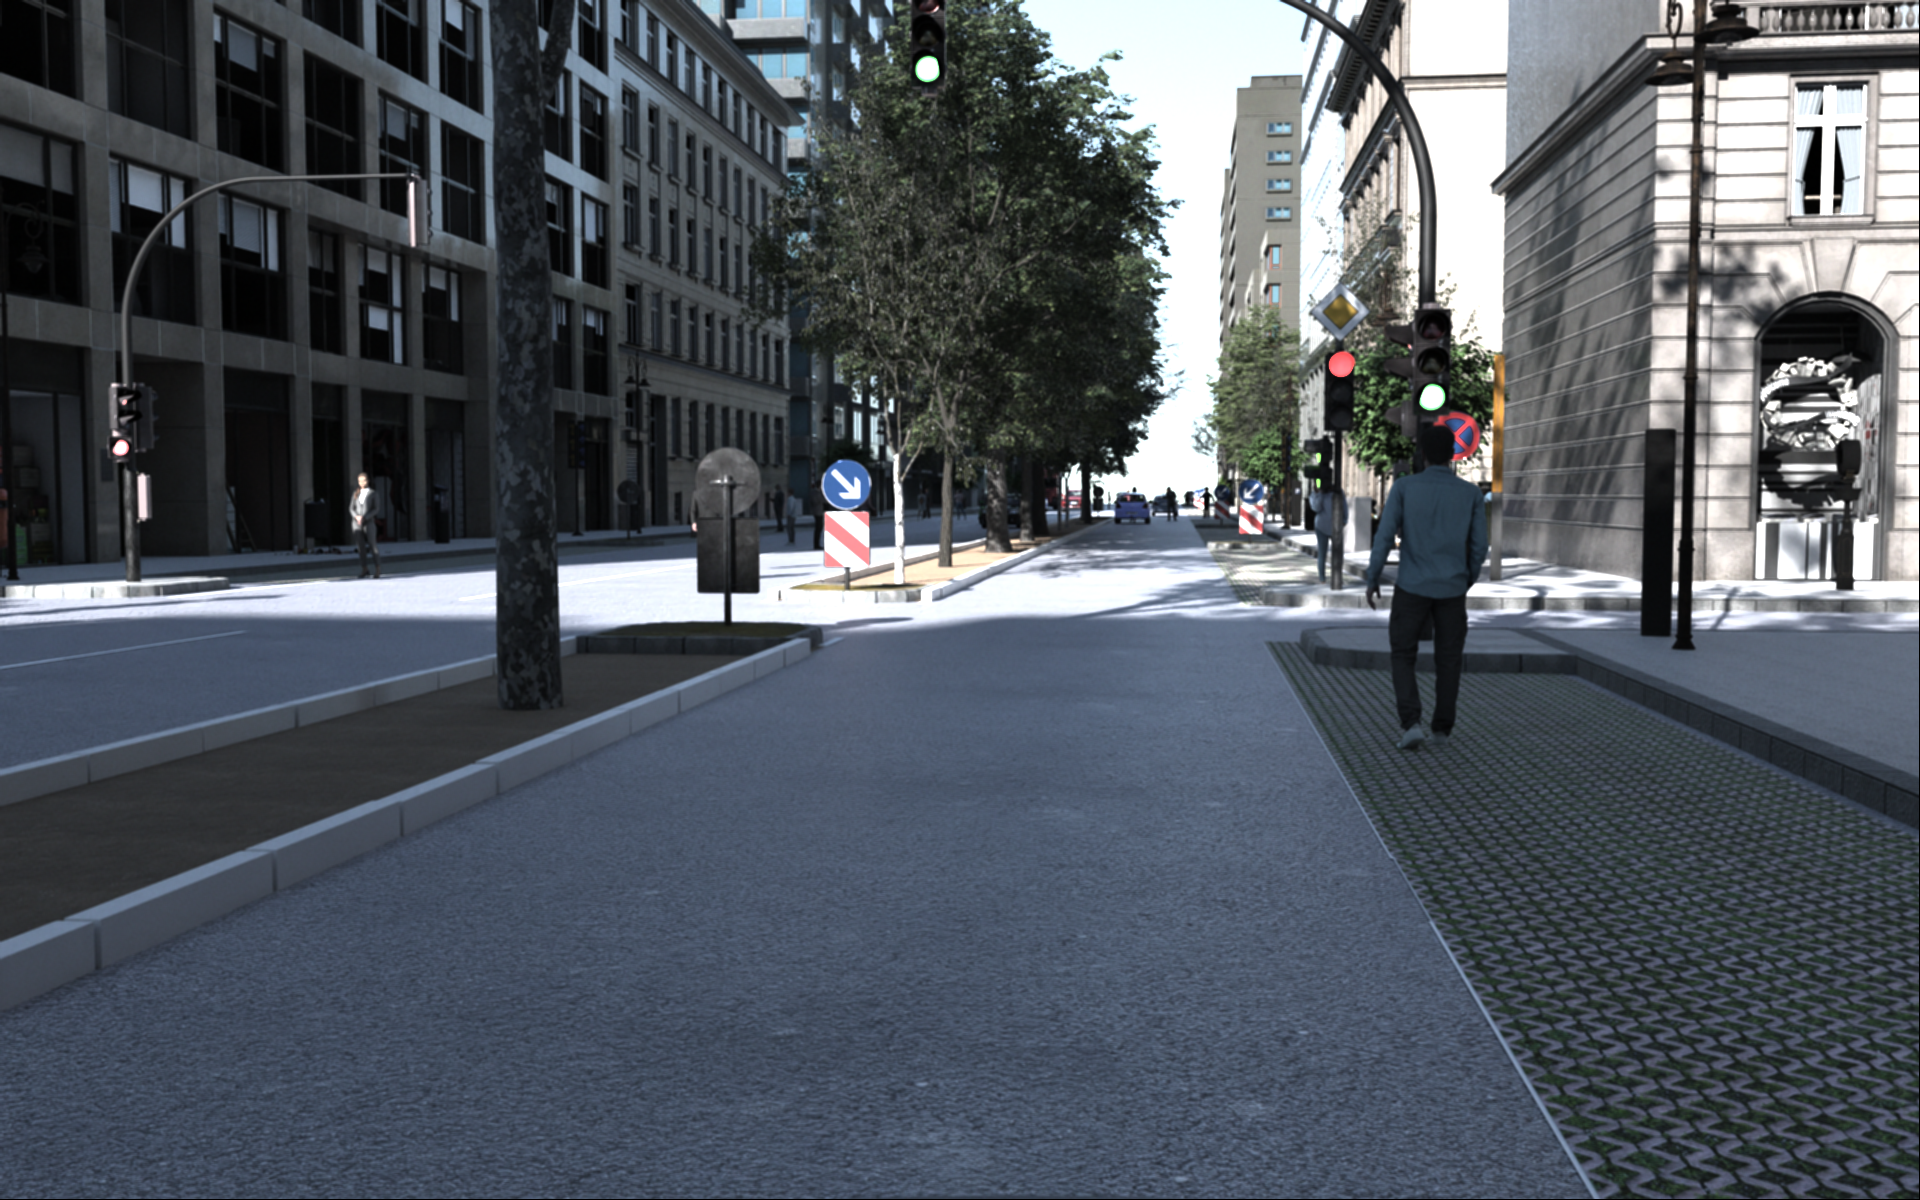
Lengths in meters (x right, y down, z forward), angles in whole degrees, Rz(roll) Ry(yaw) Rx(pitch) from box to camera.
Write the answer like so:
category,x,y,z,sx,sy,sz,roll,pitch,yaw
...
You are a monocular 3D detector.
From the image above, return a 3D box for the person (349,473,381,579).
category,x,y,z,sx,sy,sz,roll,pitch,yaw
person,-10.126,-1.265,29.451,0.520,1.790,0.573,-1,4,-12

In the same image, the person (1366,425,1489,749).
category,x,y,z,sx,sy,sz,roll,pitch,yaw
person,2.643,-0.077,9.776,0.660,1.820,0.620,0,4,3

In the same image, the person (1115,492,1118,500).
category,x,y,z,sx,sy,sz,roll,pitch,yaw
person,22.922,-14.869,252.394,1.217,1.735,0.721,0,4,-6

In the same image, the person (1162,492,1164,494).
category,x,y,z,sx,sy,sz,roll,pitch,yaw
person,27.531,-13.772,234.617,0.756,1.711,0.436,0,3,0

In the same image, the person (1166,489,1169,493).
category,x,y,z,sx,sy,sz,roll,pitch,yaw
person,15.740,-7.541,131.426,1.348,1.869,0.705,3,5,41

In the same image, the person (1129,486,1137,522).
category,x,y,z,sx,sy,sz,roll,pitch,yaw
person,8.942,-4.912,88.813,0.555,1.821,0.388,-1,4,-19

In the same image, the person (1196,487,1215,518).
category,x,y,z,sx,sy,sz,roll,pitch,yaw
person,14.672,-5.812,103.163,1.348,1.869,0.705,3,5,44

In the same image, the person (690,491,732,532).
category,x,y,z,sx,sy,sz,roll,pitch,yaw
person,-4.107,-1.223,28.269,0.659,1.850,0.755,1,4,9

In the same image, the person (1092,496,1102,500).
category,x,y,z,sx,sy,sz,roll,pitch,yaw
person,11.772,-8.551,148.442,1.348,1.807,0.705,-3,5,-41

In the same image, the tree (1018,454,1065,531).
category,x,y,z,sx,sy,sz,roll,pitch,yaw
tree,3.875,-7.020,67.601,4.737,8.622,4.395,0,3,0

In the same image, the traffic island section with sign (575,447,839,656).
category,x,y,z,sx,sy,sz,roll,pitch,yaw
traffic island section with sign,-2.345,-0.499,16.301,2.006,1.907,1.989,0,4,7

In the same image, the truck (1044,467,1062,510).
category,x,y,z,sx,sy,sz,roll,pitch,yaw
truck,8.044,-10.505,160.663,2.839,4.237,11.283,0,4,5

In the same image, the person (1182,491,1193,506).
category,x,y,z,sx,sy,sz,roll,pitch,yaw
person,26.508,-11.819,201.749,1.348,1.823,0.705,1,4,9

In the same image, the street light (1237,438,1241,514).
category,x,y,z,sx,sy,sz,roll,pitch,yaw
street light,18.255,-8.603,113.441,0.468,5.910,1.993,0,4,7

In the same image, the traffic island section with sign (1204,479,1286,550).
category,x,y,z,sx,sy,sz,roll,pitch,yaw
traffic island section with sign,7.493,-2.251,45.438,1.989,1.847,2.006,0,4,7

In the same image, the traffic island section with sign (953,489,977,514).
category,x,y,z,sx,sy,sz,roll,pitch,yaw
traffic island section with sign,0.175,-7.076,124.317,1.989,1.847,2.006,0,4,7

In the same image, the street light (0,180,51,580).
category,x,y,z,sx,sy,sz,roll,pitch,yaw
street light,-14.135,-3.235,25.678,0.468,5.910,1.993,0,4,7

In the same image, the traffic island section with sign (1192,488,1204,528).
category,x,y,z,sx,sy,sz,roll,pitch,yaw
traffic island section with sign,10.866,-3.919,72.710,1.989,1.847,2.006,0,4,7

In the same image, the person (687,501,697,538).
category,x,y,z,sx,sy,sz,roll,pitch,yaw
person,-8.724,-2.647,56.448,0.362,1.253,0.373,-3,5,-41

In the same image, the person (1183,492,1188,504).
category,x,y,z,sx,sy,sz,roll,pitch,yaw
person,30.641,-13.795,234.598,0.990,1.755,0.434,1,4,20

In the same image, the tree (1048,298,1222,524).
category,x,y,z,sx,sy,sz,roll,pitch,yaw
tree,6.043,-10.330,81.726,12.009,13.543,11.850,0,3,0

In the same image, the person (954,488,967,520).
category,x,y,z,sx,sy,sz,roll,pitch,yaw
person,0.050,-5.311,95.932,0.593,1.750,0.643,-3,5,-41

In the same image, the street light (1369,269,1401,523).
category,x,y,z,sx,sy,sz,roll,pitch,yaw
street light,8.737,-3.849,35.719,0.468,5.910,1.993,0,4,7

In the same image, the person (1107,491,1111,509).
category,x,y,z,sx,sy,sz,roll,pitch,yaw
person,14.170,-9.441,163.550,0.721,1.739,1.217,1,4,10

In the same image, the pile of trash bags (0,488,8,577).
category,x,y,z,sx,sy,sz,roll,pitch,yaw
pile of trash bags,-16.131,-1.002,26.137,3.447,1.369,1.912,-1,4,-14

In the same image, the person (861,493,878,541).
category,x,y,z,sx,sy,sz,roll,pitch,yaw
person,-2.840,-2.642,52.286,0.593,1.750,0.643,3,4,38

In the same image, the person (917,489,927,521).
category,x,y,z,sx,sy,sz,roll,pitch,yaw
person,-2.041,-5.074,92.457,0.512,1.701,0.522,0,4,2

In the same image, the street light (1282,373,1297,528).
category,x,y,z,sx,sy,sz,roll,pitch,yaw
street light,12.427,-5.664,65.402,0.468,5.910,1.993,0,4,7

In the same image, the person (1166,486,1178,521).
category,x,y,z,sx,sy,sz,roll,pitch,yaw
person,11.414,-5.203,93.374,0.655,1.846,0.447,0,4,2

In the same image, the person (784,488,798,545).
category,x,y,z,sx,sy,sz,roll,pitch,yaw
person,-4.736,-2.338,48.543,0.330,1.601,0.589,1,4,19

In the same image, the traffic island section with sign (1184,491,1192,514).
category,x,y,z,sx,sy,sz,roll,pitch,yaw
traffic island section with sign,17.049,-6.967,122.530,1.989,1.847,2.006,0,4,7

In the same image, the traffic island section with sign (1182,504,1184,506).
category,x,y,z,sx,sy,sz,roll,pitch,yaw
traffic island section with sign,20.369,-8.603,149.281,1.989,1.847,2.006,0,4,7

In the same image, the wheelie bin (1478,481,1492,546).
category,x,y,z,sx,sy,sz,roll,pitch,yaw
wheelie bin,13.095,-2.142,42.925,0.693,1.594,0.980,-2,4,-30

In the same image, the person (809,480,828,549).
category,x,y,z,sx,sy,sz,roll,pitch,yaw
person,-3.668,-2.226,45.074,0.473,1.802,0.592,-1,4,-13

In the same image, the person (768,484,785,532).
category,x,y,z,sx,sy,sz,roll,pitch,yaw
person,-6.912,-3.466,65.348,0.590,1.801,0.661,-2,4,-33

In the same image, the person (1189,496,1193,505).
category,x,y,z,sx,sy,sz,roll,pitch,yaw
person,27.467,-11.888,206.049,0.799,1.438,0.628,2,4,27

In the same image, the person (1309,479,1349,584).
category,x,y,z,sx,sy,sz,roll,pitch,yaw
person,5.465,-1.029,25.589,0.793,1.790,0.793,-3,5,-40

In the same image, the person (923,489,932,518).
category,x,y,z,sx,sy,sz,roll,pitch,yaw
person,-1.996,-5.711,102.431,0.434,1.755,0.990,-3,5,-40

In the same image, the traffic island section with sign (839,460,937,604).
category,x,y,z,sx,sy,sz,roll,pitch,yaw
traffic island section with sign,-1.424,-0.949,23.650,2.006,1.907,1.989,0,4,7

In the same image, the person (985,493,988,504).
category,x,y,z,sx,sy,sz,roll,pitch,yaw
person,1.485,-4.308,79.334,0.661,1.777,0.834,1,4,12

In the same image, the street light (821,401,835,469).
category,x,y,z,sx,sy,sz,roll,pitch,yaw
street light,-6.547,-6.918,85.899,0.468,5.910,1.993,0,4,7

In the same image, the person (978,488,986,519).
category,x,y,z,sx,sy,sz,roll,pitch,yaw
person,1.339,-5.504,98.894,0.834,1.777,0.661,-3,5,-43

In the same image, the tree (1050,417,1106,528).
category,x,y,z,sx,sy,sz,roll,pitch,yaw
tree,4.485,-7.302,72.201,4.360,8.622,3.978,0,3,0

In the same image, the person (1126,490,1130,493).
category,x,y,z,sx,sy,sz,roll,pitch,yaw
person,12.080,-6.984,123.410,0.721,1.743,1.217,-3,5,-42

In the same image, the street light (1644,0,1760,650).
category,x,y,z,sx,sy,sz,roll,pitch,yaw
street light,5.993,-2.531,14.165,0.468,5.910,1.993,0,4,7

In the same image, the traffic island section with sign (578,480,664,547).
category,x,y,z,sx,sy,sz,roll,pitch,yaw
traffic island section with sign,-9.300,-2.403,47.923,1.989,1.847,2.006,0,4,7

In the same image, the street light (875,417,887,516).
category,x,y,z,sx,sy,sz,roll,pitch,yaw
street light,-4.638,-7.899,101.936,0.468,5.910,1.993,0,4,7

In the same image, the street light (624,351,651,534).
category,x,y,z,sx,sy,sz,roll,pitch,yaw
street light,-10.391,-5.085,55.921,0.468,5.910,1.993,0,4,7

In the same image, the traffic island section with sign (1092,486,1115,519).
category,x,y,z,sx,sy,sz,roll,pitch,yaw
traffic island section with sign,7.809,-5.510,98.222,2.006,1.907,1.989,0,4,7

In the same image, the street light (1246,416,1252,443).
category,x,y,z,sx,sy,sz,roll,pitch,yaw
street light,15.999,-7.500,95.420,0.468,5.910,1.993,0,4,7

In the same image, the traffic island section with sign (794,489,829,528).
category,x,y,z,sx,sy,sz,roll,pitch,yaw
traffic island section with sign,-5.987,-4.040,74.674,1.989,1.847,2.006,0,4,7
